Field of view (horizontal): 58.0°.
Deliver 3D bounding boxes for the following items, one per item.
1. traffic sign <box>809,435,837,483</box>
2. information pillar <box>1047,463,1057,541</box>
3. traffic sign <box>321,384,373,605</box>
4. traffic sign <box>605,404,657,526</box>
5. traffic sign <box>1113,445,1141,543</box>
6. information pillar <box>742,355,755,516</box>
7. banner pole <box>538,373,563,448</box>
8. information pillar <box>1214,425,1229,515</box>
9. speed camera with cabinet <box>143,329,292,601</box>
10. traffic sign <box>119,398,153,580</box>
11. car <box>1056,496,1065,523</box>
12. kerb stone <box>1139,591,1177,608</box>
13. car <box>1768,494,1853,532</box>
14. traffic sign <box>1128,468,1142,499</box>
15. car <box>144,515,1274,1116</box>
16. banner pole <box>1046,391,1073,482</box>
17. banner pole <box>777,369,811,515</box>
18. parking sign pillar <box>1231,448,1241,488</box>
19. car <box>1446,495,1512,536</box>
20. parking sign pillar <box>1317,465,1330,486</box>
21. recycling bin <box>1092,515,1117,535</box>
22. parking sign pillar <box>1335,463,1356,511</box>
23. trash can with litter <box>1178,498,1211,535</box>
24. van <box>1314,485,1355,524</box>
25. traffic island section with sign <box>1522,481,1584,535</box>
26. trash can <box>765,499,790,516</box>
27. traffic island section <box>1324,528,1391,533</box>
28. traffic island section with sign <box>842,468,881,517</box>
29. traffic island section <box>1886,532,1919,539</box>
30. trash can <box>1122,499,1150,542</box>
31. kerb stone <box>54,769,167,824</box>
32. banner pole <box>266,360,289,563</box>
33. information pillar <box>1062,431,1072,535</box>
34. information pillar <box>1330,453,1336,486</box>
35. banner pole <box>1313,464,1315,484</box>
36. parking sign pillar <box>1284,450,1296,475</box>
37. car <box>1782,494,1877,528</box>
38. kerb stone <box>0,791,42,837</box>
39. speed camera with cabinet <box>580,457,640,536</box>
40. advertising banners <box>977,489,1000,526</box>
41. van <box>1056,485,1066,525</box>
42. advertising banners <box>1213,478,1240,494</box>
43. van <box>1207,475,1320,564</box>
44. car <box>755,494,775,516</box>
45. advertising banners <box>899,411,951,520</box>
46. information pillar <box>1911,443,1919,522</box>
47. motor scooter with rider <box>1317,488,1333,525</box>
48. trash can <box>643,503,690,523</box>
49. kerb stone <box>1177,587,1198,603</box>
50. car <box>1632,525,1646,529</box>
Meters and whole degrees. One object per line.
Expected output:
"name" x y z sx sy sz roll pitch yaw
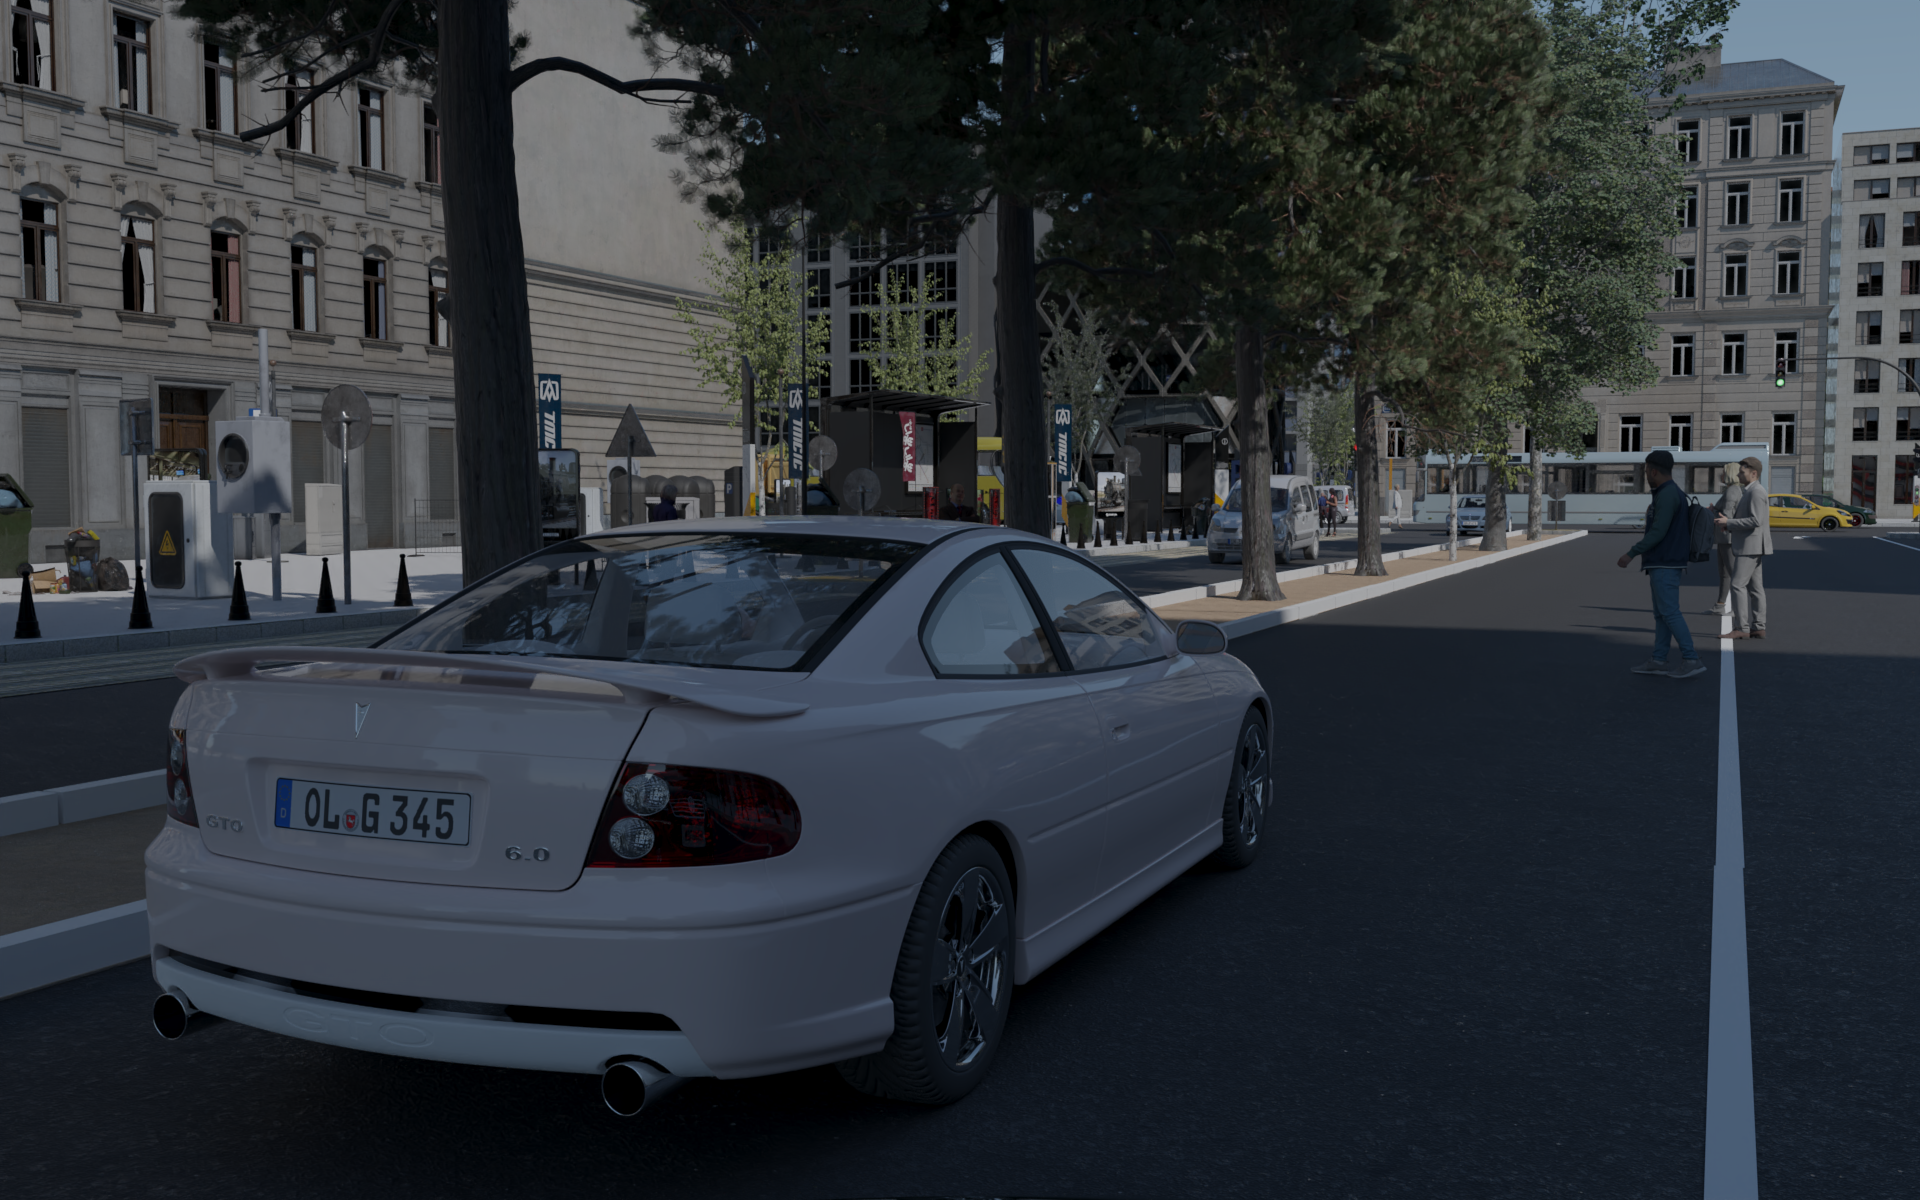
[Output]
"traffic sign" -3.021 -2.297 37.656 0.768 2.556 0.104 2 4 26
"information pillar" 2.084 -2.218 40.758 0.304 2.012 0.304 1 4 20
"traffic sign" -7.120 -1.221 20.069 0.768 2.556 0.104 2 4 24
"traffic sign" -4.753 -1.525 24.935 0.884 2.594 0.081 2 4 25
"traffic sign" 4.352 -2.768 45.364 0.768 2.556 0.104 2 4 29
"information pillar" -3.545 -2.304 29.029 0.183 3.616 0.504 -1 4 -23
"banner pole" -7.607 -2.542 31.574 0.863 3.779 0.401 -3 5 -41
"information pillar" 8.910 -4.131 58.903 0.504 3.616 0.183 -1 4 -13
"speed camera with cabinet" -9.042 -1.632 21.023 2.038 3.252 0.660 2 4 29
"traffic sign" -8.853 -1.008 18.616 0.606 2.300 0.079 2 4 33
"car" 3.974 -3.980 77.077 4.499 1.417 2.014 2 4 25
"kerb stone" 2.527 0.014 22.060 0.120 0.150 1.000 2 4 24
"car" 32.018 -3.438 66.428 3.980 1.641 2.015 2 4 25
"traffic sign" 4.929 -3.112 50.884 0.884 2.594 0.081 2 4 30
"car" -0.284 0.410 5.665 2.083 1.381 4.827 1 4 23
"banner pole" 2.375 -3.204 42.398 0.863 3.779 0.401 -1 4 -23
"banner pole" -3.365 -2.724 34.558 0.863 3.779 0.401 1 4 23
"parking sign pillar" 16.222 -6.811 99.824 1.447 3.967 1.447 -3 4 -36
"car" 18.130 -2.959 60.386 2.014 1.417 4.499 2 4 25
"parking sign pillar" 29.921 -9.218 139.187 1.447 3.967 1.447 -2 4 -31
"recycling bin" 4.475 -2.558 54.385 0.722 1.027 0.722 -1 4 -13
"parking sign pillar" 29.730 -8.857 133.287 1.447 3.967 1.447 2 4 26
"trash can with litter" 7.305 -2.614 54.129 1.055 1.170 0.624 3 5 41
"van" 17.038 -4.718 84.147 4.112 2.044 2.013 2 4 24
"traffic island section with sign" 21.109 -3.261 61.451 2.006 1.907 1.989 2 4 24
"trash can" -5.107 -2.229 48.102 0.748 1.137 0.748 0 3 0
"traffic island section" 14.742 -2.551 63.995 2.009 0.180 2.903 2 4 24
"traffic island section with sign" -1.719 -1.057 25.904 1.989 1.847 2.006 2 4 24
"traffic island section" 31.475 -2.100 56.620 2.009 0.180 2.903 2 4 24
"trash can" 4.772 -2.158 46.938 0.748 1.137 0.748 0 3 0
"kerb stone" -3.719 0.874 7.947 0.120 0.150 1.000 2 4 24
"banner pole" -12.754 -2.577 32.158 0.401 3.779 0.863 -1 4 -12
"information pillar" 3.389 -3.883 54.844 0.183 3.616 0.504 -2 4 -28
"information pillar" 21.267 -6.573 98.821 0.183 3.616 0.504 -1 4 -16
"banner pole" 29.735 -9.515 145.593 0.401 3.779 0.863 0 4 1
"parking sign pillar" 20.230 -7.201 106.207 1.447 3.967 1.447 0 4 -1
"car" 36.443 -3.883 73.277 4.222 1.686 2.009 1 4 23
"kerb stone" -4.132 0.930 7.008 0.120 0.150 1.000 2 4 24
"speed camera with cabinet" -9.236 -3.059 44.349 2.038 3.252 0.660 1 4 16
"advertising banners" 0.980 -3.279 49.798 0.090 3.025 2.074 3 5 39
"van" 3.067 -4.715 81.482 5.245 2.365 2.240 2 4 24
"advertising banners" 21.127 -8.592 136.662 2.074 3.025 0.090 -1 4 -19
"van" 6.499 -1.827 36.887 2.013 2.044 4.112 2 4 24
"car" -10.299 -4.238 81.086 4.920 1.459 2.131 2 4 25
"advertising banners" -0.616 -2.513 37.275 0.090 3.025 2.074 3 5 40
"information pillar" 43.632 -5.349 78.812 0.504 3.616 0.183 0 4 -2
"motor scooter with rider" 16.687 -4.428 81.362 1.986 1.779 0.876 1 4 23
"trash can" -4.762 -1.009 28.152 0.748 1.137 0.748 0 3 0
"kerb stone" 2.934 -0.049 23.000 0.120 0.150 1.000 2 4 24
"car" 29.316 -3.564 70.634 4.827 1.381 2.083 2 4 23
